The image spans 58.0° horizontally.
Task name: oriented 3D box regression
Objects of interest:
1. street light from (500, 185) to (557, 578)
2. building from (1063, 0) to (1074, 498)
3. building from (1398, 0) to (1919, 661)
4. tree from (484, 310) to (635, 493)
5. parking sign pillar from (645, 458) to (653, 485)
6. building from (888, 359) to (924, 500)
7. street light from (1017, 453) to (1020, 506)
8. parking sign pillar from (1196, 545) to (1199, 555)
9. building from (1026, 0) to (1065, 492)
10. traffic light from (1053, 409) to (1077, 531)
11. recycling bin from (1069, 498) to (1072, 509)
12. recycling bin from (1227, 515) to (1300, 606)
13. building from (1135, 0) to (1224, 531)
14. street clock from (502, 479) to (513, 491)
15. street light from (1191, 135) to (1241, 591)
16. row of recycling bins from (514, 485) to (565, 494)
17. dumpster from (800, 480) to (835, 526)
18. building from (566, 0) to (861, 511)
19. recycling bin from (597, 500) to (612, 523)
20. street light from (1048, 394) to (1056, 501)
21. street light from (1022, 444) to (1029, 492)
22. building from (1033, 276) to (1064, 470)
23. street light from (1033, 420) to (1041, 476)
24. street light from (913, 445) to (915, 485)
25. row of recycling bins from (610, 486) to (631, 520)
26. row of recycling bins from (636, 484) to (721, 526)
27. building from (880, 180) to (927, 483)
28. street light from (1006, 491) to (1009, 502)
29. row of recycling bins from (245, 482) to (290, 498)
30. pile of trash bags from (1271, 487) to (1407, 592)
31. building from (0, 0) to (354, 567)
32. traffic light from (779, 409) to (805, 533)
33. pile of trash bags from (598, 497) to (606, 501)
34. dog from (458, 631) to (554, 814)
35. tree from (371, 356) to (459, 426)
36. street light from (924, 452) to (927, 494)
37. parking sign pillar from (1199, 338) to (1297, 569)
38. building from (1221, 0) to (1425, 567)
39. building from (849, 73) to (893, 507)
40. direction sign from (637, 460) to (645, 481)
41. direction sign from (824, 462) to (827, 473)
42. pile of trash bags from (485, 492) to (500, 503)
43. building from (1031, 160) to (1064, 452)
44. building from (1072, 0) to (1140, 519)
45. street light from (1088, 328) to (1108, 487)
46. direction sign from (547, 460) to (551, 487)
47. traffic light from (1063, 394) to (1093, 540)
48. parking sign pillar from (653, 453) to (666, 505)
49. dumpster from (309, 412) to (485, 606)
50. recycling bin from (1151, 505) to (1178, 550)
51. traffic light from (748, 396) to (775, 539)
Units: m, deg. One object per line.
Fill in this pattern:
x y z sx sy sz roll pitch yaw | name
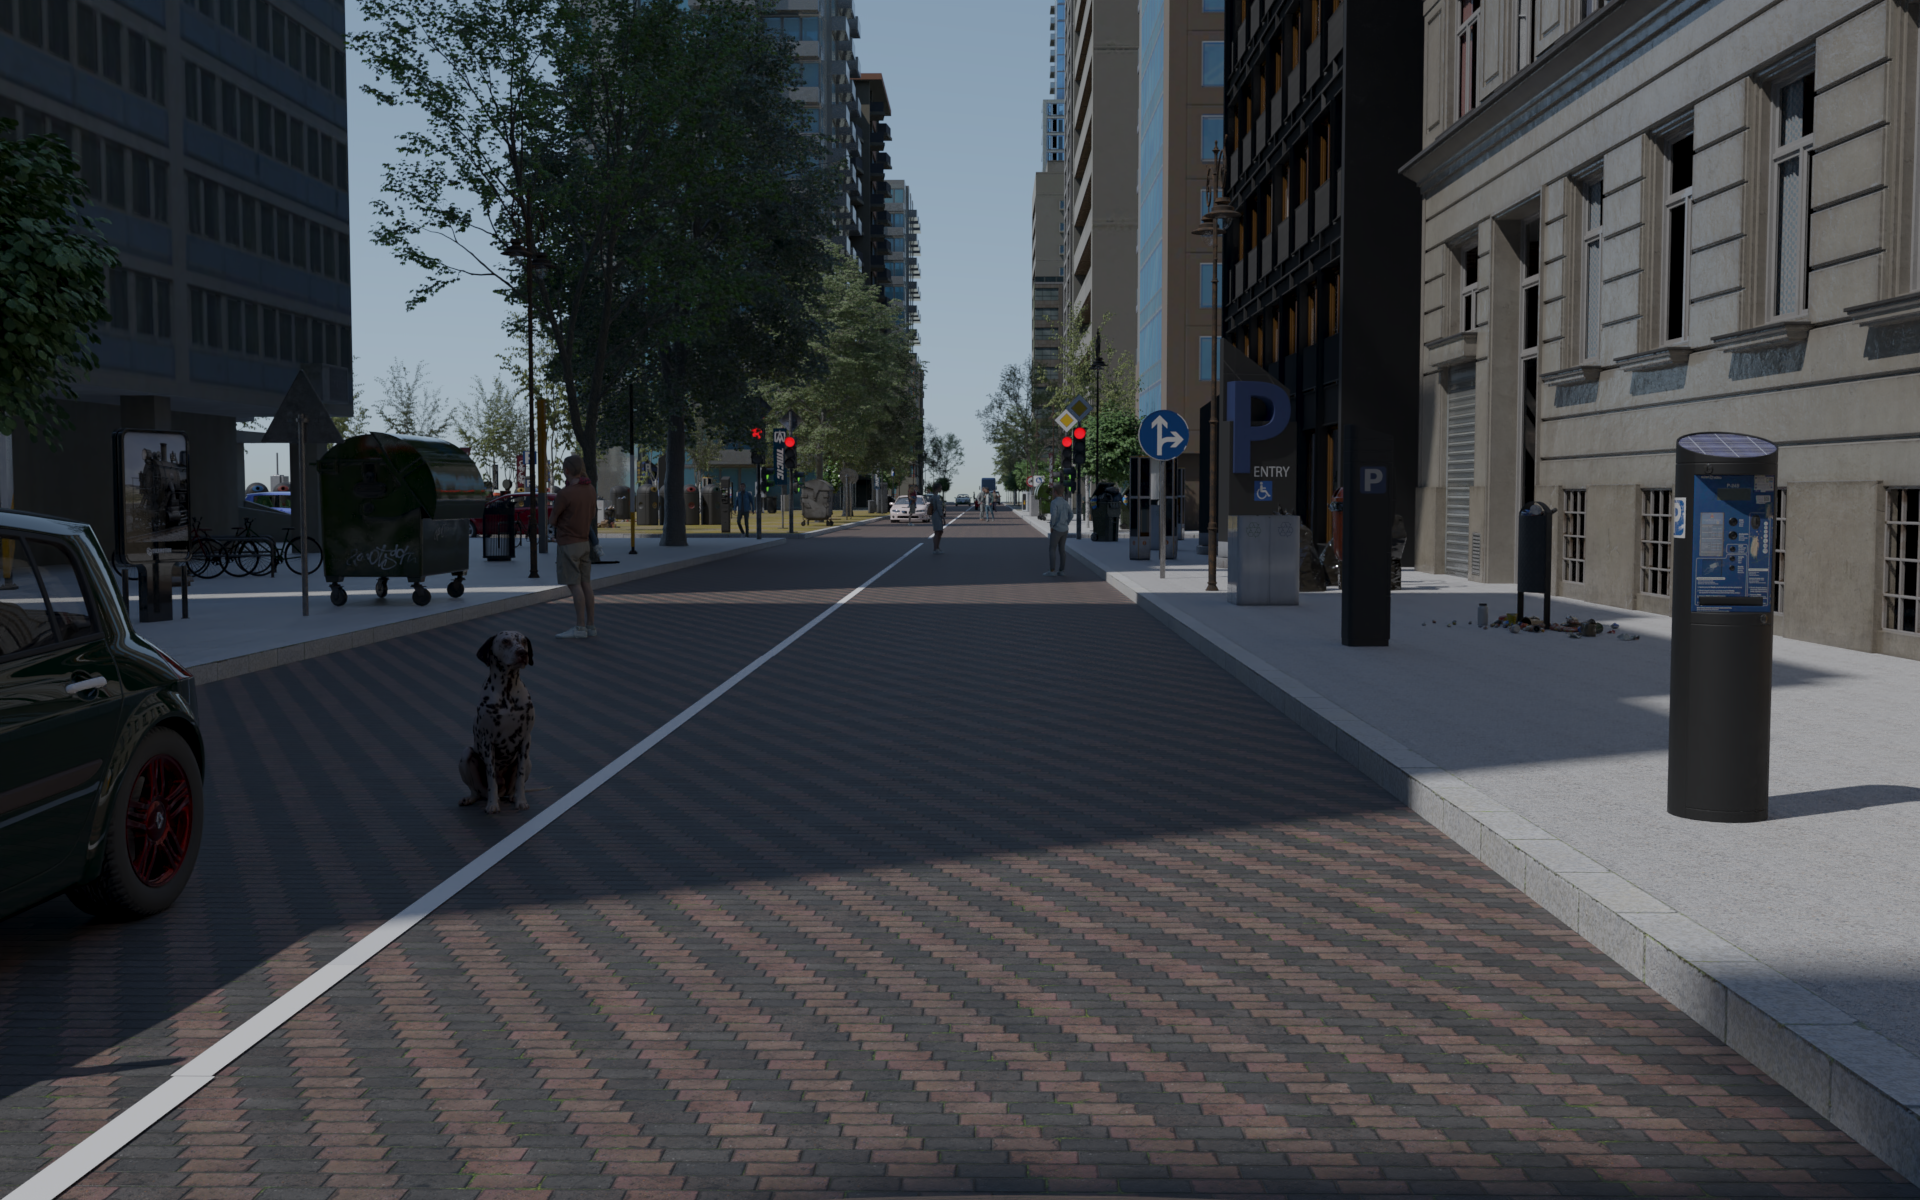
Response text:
-6.522 -3.275 26.337 0.468 5.910 1.993 0 4 1 | street light
20.061 -46.174 193.197 20.563 71.187 20.611 0 4 1 | building
14.597 -11.045 13.877 16.112 22.955 30.059 0 4 1 | building
-14.068 -6.743 60.610 4.737 8.622 4.395 0 3 0 | tree
-22.490 -8.486 127.215 1.447 3.967 1.447 -3 5 -44 | parking sign pillar
-19.184 -23.819 234.475 27.650 21.520 28.899 0 4 1 | building
5.630 -11.215 156.146 0.468 5.910 1.993 0 4 1 | street light
5.759 -2.952 36.743 1.447 3.967 1.447 2 4 26 | parking sign pillar
21.810 -58.725 272.820 22.319 86.520 31.000 0 4 1 | building
3.473 -4.151 56.784 0.839 4.253 0.868 0 4 1 | traffic light
7.102 -6.248 114.712 0.722 1.027 0.722 2 4 30 | recycling bin
3.538 -0.469 20.224 0.722 1.027 0.722 0 4 -1 | recycling bin
14.366 -25.414 65.622 14.200 45.320 14.600 0 4 1 | building
-22.102 -4.896 84.619 0.471 2.002 0.358 2 4 25 | street clock
3.345 -3.059 22.795 0.468 5.910 1.993 0 4 1 | street light
-19.905 -4.653 83.186 3.534 1.692 1.069 2 4 24 | row of recycling bins
-5.739 -3.904 69.583 1.264 1.857 1.865 0 4 1 | dumpster
-20.087 -32.293 147.604 23.786 49.044 30.456 0 4 1 | building
-14.208 -3.417 68.417 0.722 1.027 0.722 1 4 16 | recycling bin
4.342 -6.591 80.544 0.468 5.910 1.993 0 4 1 | street light
5.125 -9.711 131.562 0.468 5.910 1.993 0 4 1 | street light
16.678 -28.018 229.797 14.160 30.474 14.107 0 4 1 | building
4.708 -8.145 105.957 0.468 5.910 1.993 0 4 1 | street light
-4.306 -11.438 159.793 0.468 5.910 1.993 0 4 1 | street light
-17.232 -4.948 88.018 1.069 1.692 3.534 0 4 -5 | row of recycling bins
-11.569 -3.926 71.310 3.534 1.692 1.069 -2 4 -25 | row of recycling bins
-17.292 -39.365 263.229 23.786 49.044 30.456 0 4 1 | building
7.486 -17.925 265.853 0.468 5.910 1.993 0 4 1 | street light
-24.333 -3.302 61.097 3.534 1.692 1.069 -2 4 -25 | row of recycling bins
4.960 -0.809 22.975 1.912 1.369 3.447 0 4 4 | pile of trash bags
-25.225 -20.771 31.492 23.993 40.220 32.217 0 4 1 | building
-5.538 -4.159 56.921 0.839 4.253 0.868 0 4 1 | traffic light
-19.991 -5.667 102.410 3.447 1.369 1.912 1 4 19 | pile of trash bags
-2.068 0.535 8.083 0.513 0.831 0.800 1 4 14 | dog
-29.470 -8.746 93.357 4.360 8.622 3.978 0 3 0 | tree
-3.719 -13.004 185.398 0.468 5.910 1.993 0 4 1 | street light
5.183 -2.548 30.133 1.447 3.967 1.447 -1 4 -17 | parking sign pillar
12.914 -12.703 37.369 12.332 23.373 15.834 0 4 1 | building
-18.388 -32.004 177.894 22.147 44.769 28.867 0 4 1 | building
-21.261 -7.556 115.536 0.876 3.537 0.379 3 5 41 | direction sign
-9.946 -8.471 130.489 0.876 3.537 0.379 0 4 -3 | direction sign
-24.341 -5.084 92.881 1.912 1.369 3.447 -3 4 -37 | pile of trash bags
21.129 -38.122 246.992 21.300 48.544 21.600 0 4 1 | building
17.585 -29.021 98.193 21.300 48.544 21.600 0 4 1 | building
3.844 -4.626 48.427 0.468 5.910 1.993 0 4 1 | street light
-27.239 -7.496 114.550 0.379 3.537 0.876 -2 4 -32 | direction sign
3.336 -3.662 48.800 0.839 4.253 0.868 0 4 1 | traffic light
-14.733 -6.106 88.307 1.447 3.967 1.447 -1 4 -14 | parking sign pillar
-6.641 -1.102 20.510 1.502 2.255 1.985 0 4 1 | dumpster
4.560 -1.667 39.816 0.722 1.027 0.722 2 4 28 | recycling bin
-5.674 -3.671 48.938 0.839 4.253 0.868 0 4 1 | traffic light
